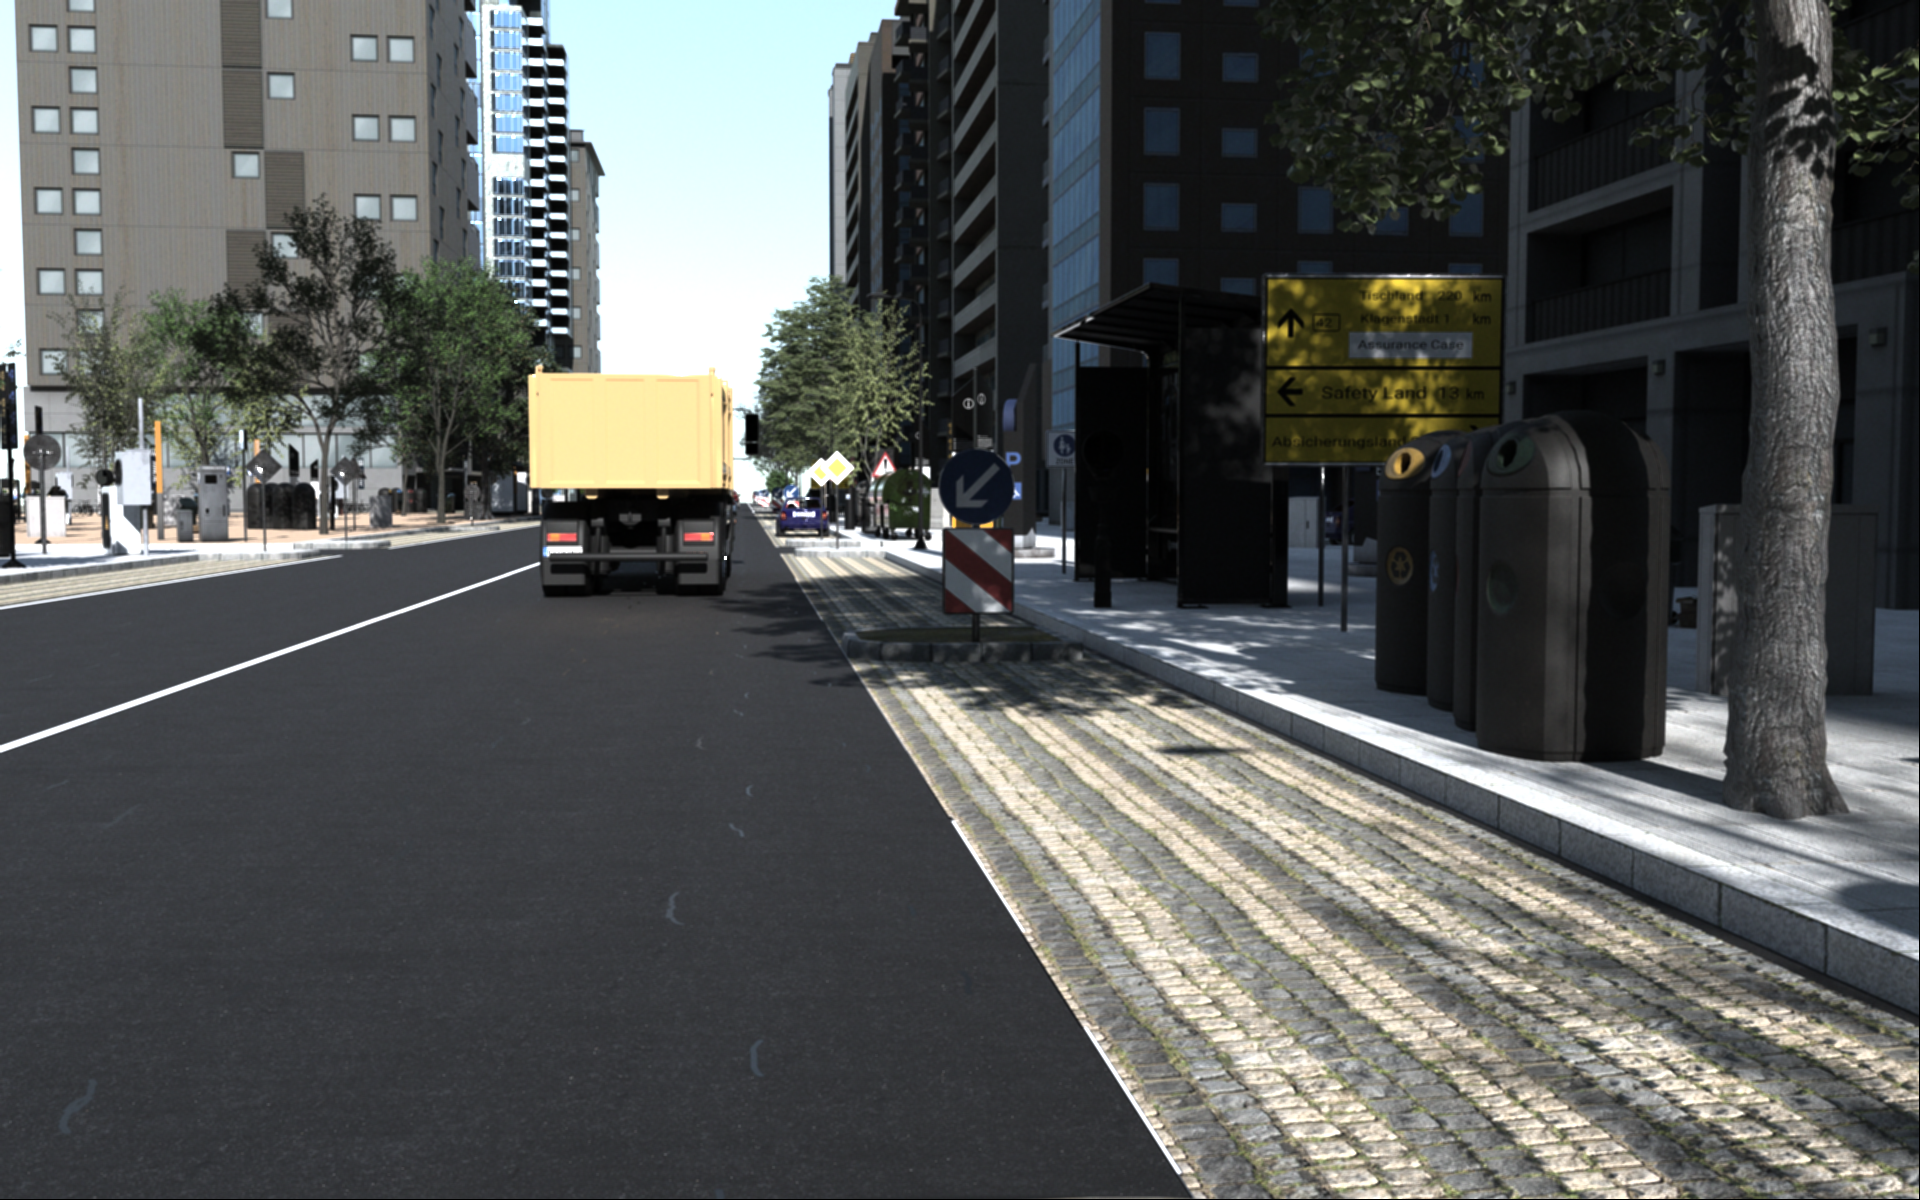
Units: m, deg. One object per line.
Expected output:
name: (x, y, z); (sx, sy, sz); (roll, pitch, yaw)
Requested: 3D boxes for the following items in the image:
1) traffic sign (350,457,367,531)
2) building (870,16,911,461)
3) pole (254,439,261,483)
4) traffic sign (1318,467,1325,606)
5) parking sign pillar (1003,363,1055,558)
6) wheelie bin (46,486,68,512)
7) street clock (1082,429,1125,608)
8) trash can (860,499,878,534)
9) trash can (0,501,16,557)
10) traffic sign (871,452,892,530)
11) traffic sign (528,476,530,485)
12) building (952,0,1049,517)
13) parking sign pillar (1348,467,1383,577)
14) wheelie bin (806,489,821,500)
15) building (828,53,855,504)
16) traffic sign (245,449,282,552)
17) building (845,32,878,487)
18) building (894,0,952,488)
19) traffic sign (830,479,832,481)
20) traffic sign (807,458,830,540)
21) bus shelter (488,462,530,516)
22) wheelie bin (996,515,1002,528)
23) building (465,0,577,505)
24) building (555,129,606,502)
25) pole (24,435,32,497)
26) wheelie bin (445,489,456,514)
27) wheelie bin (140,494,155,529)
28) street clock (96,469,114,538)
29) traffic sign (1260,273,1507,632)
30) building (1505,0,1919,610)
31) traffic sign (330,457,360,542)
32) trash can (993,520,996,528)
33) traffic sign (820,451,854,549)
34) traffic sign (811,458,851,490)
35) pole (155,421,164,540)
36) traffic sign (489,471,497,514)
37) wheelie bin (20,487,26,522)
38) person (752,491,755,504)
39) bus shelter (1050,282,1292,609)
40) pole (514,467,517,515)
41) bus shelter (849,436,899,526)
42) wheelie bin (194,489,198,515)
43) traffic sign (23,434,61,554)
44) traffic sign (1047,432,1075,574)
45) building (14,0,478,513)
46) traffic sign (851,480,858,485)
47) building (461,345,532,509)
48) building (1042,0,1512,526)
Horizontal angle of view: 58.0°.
traffic sign: (-21.071, -3.682, 60.208); (0.884, 2.594, 0.081); (0, 4, 1)
building: (-0.973, -31.342, 162.557); (14.600, 45.320, 14.200); (0, 4, -7)
pole: (-26.212, -4.331, 64.651); (0.158, 3.312, 0.155); (0, 3, 0)
traffic sign: (4.127, -1.078, 19.749); (0.606, 2.300, 0.079); (0, 4, -4)
parking sign pillar: (1.217, -2.857, 35.184); (1.447, 3.967, 1.447); (1, 4, 14)
wheelie bin: (-36.380, -3.786, 69.804); (0.693, 1.594, 0.980); (0, 4, -2)
street clock: (1.615, -0.917, 19.556); (0.471, 2.002, 0.358); (0, 4, 1)
trash can: (-2.873, -2.702, 55.825); (0.748, 1.137, 0.748); (0, 3, 0)
trash can: (-19.578, -1.438, 35.166); (0.748, 1.137, 0.748); (0, 3, 0)
traffic sign: (-2.281, -3.250, 53.140); (0.884, 2.594, 0.081); (0, 4, 1)
traffic sign: (-28.004, -6.939, 113.565); (0.768, 2.556, 0.104); (0, 4, 2)
building: (11.339, -29.563, 107.056); (21.300, 48.544, 21.600); (0, 4, -7)
parking sign pillar: (6.808, -2.366, 27.162); (1.447, 3.967, 1.447); (-2, 4, -32)
wheelie bin: (-8.502, -5.657, 100.407); (0.980, 1.594, 0.693); (-2, 4, -34)
building: (-7.544, -42.669, 239.630); (21.231, 58.520, 28.212); (0, 4, -7)
traffic sign: (-15.492, -2.135, 38.556); (0.795, 2.450, 0.064); (0, 4, -7)
building: (-0.600, -34.059, 180.561); (21.300, 48.544, 21.600); (0, 4, -7)
building: (6.160, -29.797, 141.807); (22.147, 44.769, 28.867); (0, 4, -7)
traffic sign: (-5.326, -4.563, 74.708); (0.768, 2.556, 0.104); (0, 4, -7)
traffic sign: (-3.844, -2.716, 48.048); (0.795, 2.450, 0.064); (0, 4, -7)
bus shelter: (-26.697, -6.606, 101.926); (2.014, 3.302, 5.546); (0, 4, -7)
wheelie bin: (0.999, -2.929, 55.796); (0.980, 1.594, 0.693); (0, 4, -3)
building: (-60.629, -55.656, 222.647); (22.319, 86.520, 31.000); (0, 4, -7)
building: (-66.819, -40.556, 252.323); (28.713, 52.752, 27.495); (0, 4, -7)
pole: (-32.108, -4.027, 59.682); (0.158, 3.312, 0.155); (0, 3, 0)
wheelie bin: (-33.579, -6.474, 113.762); (0.980, 1.594, 0.693); (1, 4, 11)
wheelie bin: (-29.978, -3.399, 63.483); (0.693, 1.594, 0.980); (0, 4, -2)
street clock: (-25.071, -2.828, 50.814); (0.471, 2.002, 0.358); (1, 4, 20)
traffic sign: (3.908, -1.358, 16.069); (2.265, 3.308, 0.079); (0, 4, -1)
building: (19.910, -35.751, 22.775); (20.563, 71.187, 20.611); (0, 4, -7)
traffic sign: (-16.491, -2.620, 46.478); (0.795, 2.450, 0.064); (0, 4, -7)
trash can: (0.541, -1.768, 40.554); (0.748, 1.137, 0.748); (0, 3, 0)
traffic sign: (-2.845, -2.231, 40.125); (0.795, 2.450, 0.064); (0, 4, -7)
traffic sign: (-7.360, -6.402, 98.550); (2.265, 3.308, 0.079); (0, 4, -5)
pole: (-22.356, -3.335, 48.364); (0.158, 3.312, 0.155); (0, 3, 0)
traffic sign: (-25.910, -5.838, 95.563); (0.768, 2.556, 0.104); (0, 4, -6)
wheelie bin: (-42.164, -4.328, 78.665); (0.980, 1.594, 0.693); (-1, 4, -20)
person: (-28.961, -14.352, 243.085); (0.705, 1.831, 1.348); (0, 4, 7)
bus shelter: (2.565, -1.906, 22.448); (1.731, 3.624, 6.357); (0, 4, -7)
pole: (-27.257, -6.872, 106.202); (0.158, 3.312, 0.155); (0, 3, 0)
bus shelter: (-3.641, -5.030, 73.517); (1.731, 3.624, 6.357); (0, 4, -7)
wheelie bin: (-45.862, -5.920, 104.699); (0.693, 1.594, 0.980); (2, 4, 28)
traffic sign: (-19.475, -2.242, 36.770); (0.768, 2.556, 0.104); (0, 4, -7)
traffic sign: (1.674, -1.571, 27.812); (0.606, 2.300, 0.079); (0, 4, -5)
building: (-51.697, -33.132, 130.950); (28.713, 52.752, 27.495); (0, 4, -7)
traffic sign: (-6.274, -6.057, 99.041); (0.884, 2.594, 0.081); (0, 4, -2)
building: (-55.299, -19.252, 159.817); (27.650, 21.520, 28.899); (0, 4, -7)
building: (11.261, -25.389, 65.227); (14.200, 45.320, 14.600); (0, 4, -7)
